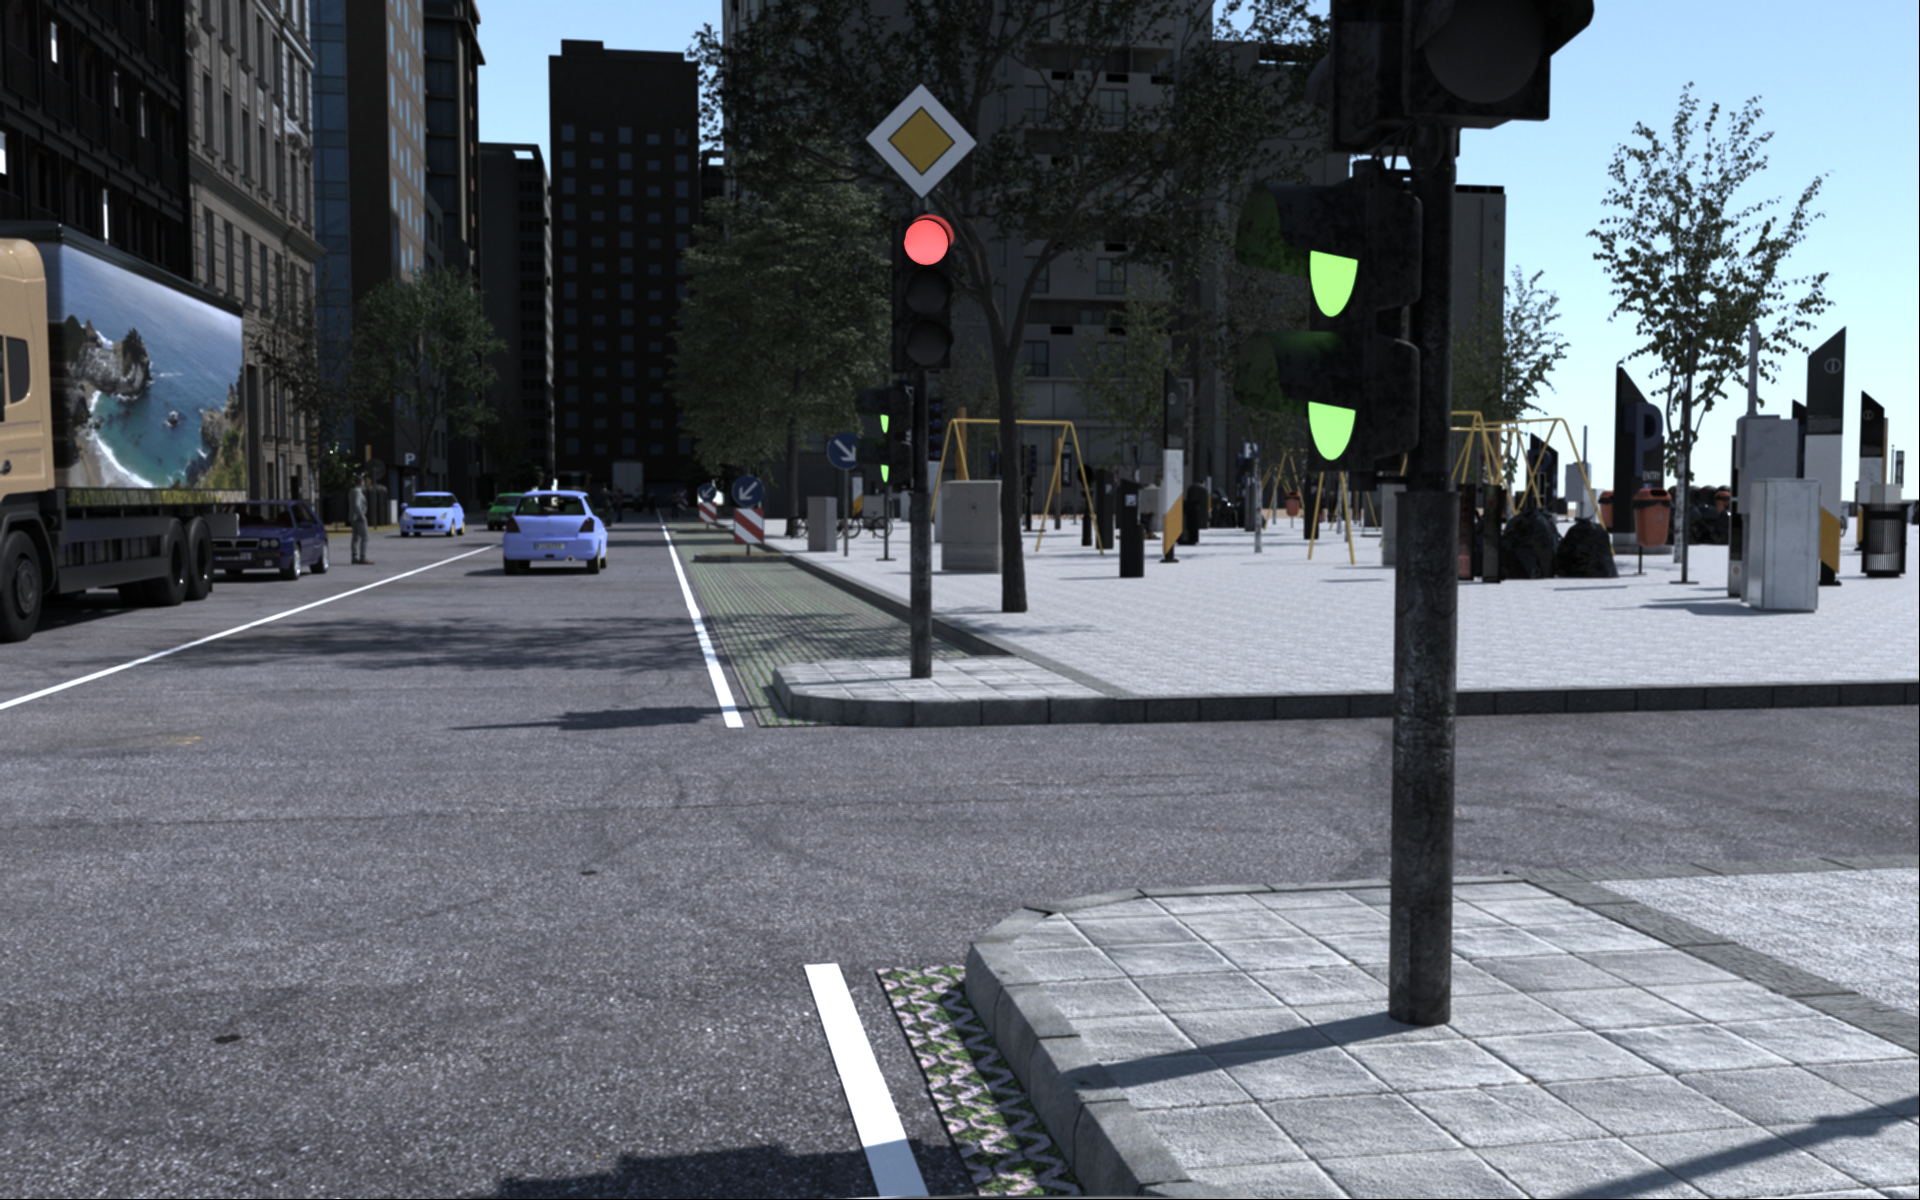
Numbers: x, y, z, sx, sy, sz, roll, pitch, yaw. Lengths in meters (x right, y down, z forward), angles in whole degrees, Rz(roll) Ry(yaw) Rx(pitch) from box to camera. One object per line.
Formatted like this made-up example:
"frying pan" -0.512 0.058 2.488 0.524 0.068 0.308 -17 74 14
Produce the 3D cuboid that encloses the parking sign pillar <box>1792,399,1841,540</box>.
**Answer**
"parking sign pillar" 23.979 -3.680 48.634 1.447 3.967 1.447 3 5 42

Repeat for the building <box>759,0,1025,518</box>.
"building" -4.443 -25.384 98.621 14.154 41.232 14.086 -1 4 -10

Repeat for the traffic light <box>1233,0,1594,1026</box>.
"traffic light" 1.108 -0.930 4.131 0.839 4.253 0.868 -1 4 -10

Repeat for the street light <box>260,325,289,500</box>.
"street light" -18.755 -4.571 47.519 0.468 5.910 1.993 -1 4 -10

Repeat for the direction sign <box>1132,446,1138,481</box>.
"direction sign" 8.193 -5.456 81.208 0.379 3.537 0.876 -1 4 -8

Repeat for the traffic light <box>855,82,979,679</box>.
"traffic light" -0.291 -1.411 11.993 0.839 4.253 0.868 -1 4 -10

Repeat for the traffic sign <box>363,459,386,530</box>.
"traffic sign" -21.102 -3.813 62.449 0.768 2.556 0.104 -1 4 -10

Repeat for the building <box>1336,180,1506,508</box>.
"building" 41.593 -23.957 163.390 14.107 30.474 14.160 -1 4 -10

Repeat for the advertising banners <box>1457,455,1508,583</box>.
"advertising banners" 7.527 -1.805 25.702 0.090 3.025 2.074 -1 4 -13

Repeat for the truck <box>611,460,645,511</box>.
"truck" -27.995 -9.612 146.063 2.839 4.237 11.283 -1 4 -11

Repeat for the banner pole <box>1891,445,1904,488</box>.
"banner pole" 47.388 -5.973 87.674 0.863 3.779 0.401 0 4 -6

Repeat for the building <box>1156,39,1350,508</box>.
"building" 26.848 -29.186 160.791 14.086 41.232 14.154 -1 4 -10

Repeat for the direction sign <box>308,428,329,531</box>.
"direction sign" -22.012 -4.132 59.559 0.379 3.537 0.876 2 4 28

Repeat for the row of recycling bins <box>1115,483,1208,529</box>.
"row of recycling bins" 7.418 -3.466 63.779 3.534 1.692 1.069 1 4 20

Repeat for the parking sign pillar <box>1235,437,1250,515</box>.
"parking sign pillar" 13.256 -5.677 81.294 1.447 3.967 1.447 0 4 -2

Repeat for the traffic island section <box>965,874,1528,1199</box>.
"traffic island section" 1.149 1.103 4.252 2.009 0.180 2.903 -1 4 -10

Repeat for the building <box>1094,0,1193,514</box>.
"building" -1.191 -32.499 120.598 28.713 52.752 27.495 -1 4 -10

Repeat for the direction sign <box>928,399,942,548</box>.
"direction sign" -0.864 -3.009 41.197 0.876 3.537 0.379 0 4 1

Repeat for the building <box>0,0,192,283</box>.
"building" -25.173 -12.688 37.124 12.332 23.373 15.834 -1 4 -10

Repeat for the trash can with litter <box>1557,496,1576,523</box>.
"trash can with litter" 27.777 -4.138 78.720 2.233 1.210 1.678 0 4 1

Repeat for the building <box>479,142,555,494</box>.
"building" -54.990 -29.933 181.291 23.993 40.220 32.217 -1 4 -10

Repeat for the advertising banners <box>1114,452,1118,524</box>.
"advertising banners" 6.448 -4.737 73.643 0.090 3.025 2.074 -1 4 -9

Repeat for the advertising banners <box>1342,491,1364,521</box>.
"advertising banners" 19.186 -5.364 83.894 2.074 3.025 0.090 -2 4 -29

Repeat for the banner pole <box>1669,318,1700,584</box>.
"banner pole" 10.300 -2.109 24.501 0.401 3.779 0.863 1 4 21

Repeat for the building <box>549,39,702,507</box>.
"building" -33.658 -32.123 175.327 14.200 45.320 14.600 -1 4 -10

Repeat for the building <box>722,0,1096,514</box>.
"building" -6.096 -34.151 147.601 28.713 52.752 27.495 -1 4 -10

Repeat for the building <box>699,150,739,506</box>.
"building" -16.517 -30.353 188.151 23.993 40.220 32.217 -1 4 -10

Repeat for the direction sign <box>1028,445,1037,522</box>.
"direction sign" 3.189 -5.387 80.069 0.876 3.537 0.379 3 5 41

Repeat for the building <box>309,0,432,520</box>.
"building" -35.530 -26.835 88.856 14.600 45.320 14.200 -1 4 -10

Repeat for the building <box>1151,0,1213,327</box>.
"building" 10.285 -39.425 186.604 28.212 58.520 21.231 -1 4 -10

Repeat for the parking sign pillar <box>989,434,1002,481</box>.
"parking sign pillar" 1.594 -5.381 76.454 1.447 3.967 1.447 0 4 -7

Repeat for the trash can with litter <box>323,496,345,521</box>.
"trash can with litter" -29.492 -4.297 81.647 1.055 1.170 0.624 -2 4 -28

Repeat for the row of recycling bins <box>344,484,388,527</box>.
"row of recycling bins" -23.671 -3.799 69.231 1.069 1.692 3.534 0 4 -2

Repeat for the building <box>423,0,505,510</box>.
"building" -52.798 -29.876 143.091 28.867 44.769 22.147 -1 4 -10

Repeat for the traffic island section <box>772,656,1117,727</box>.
"traffic island section" -0.250 0.622 12.114 2.009 0.180 2.903 -1 4 -10

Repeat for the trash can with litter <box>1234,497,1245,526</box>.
"trash can with litter" 11.221 -3.583 69.964 0.624 1.170 1.055 -1 4 -20

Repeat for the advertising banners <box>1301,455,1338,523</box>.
"advertising banners" 16.042 -4.965 77.368 2.074 3.025 0.090 -2 4 -25

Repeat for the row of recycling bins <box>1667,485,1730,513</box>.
"row of recycling bins" 35.350 -4.627 82.765 1.069 1.692 3.534 -2 4 -29

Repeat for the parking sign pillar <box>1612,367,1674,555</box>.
"parking sign pillar" 14.540 -2.972 37.067 1.447 3.967 1.447 -3 4 -38

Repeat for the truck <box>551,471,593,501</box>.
"truck" -32.935 -9.308 148.107 3.469 3.379 9.791 -1 4 -9

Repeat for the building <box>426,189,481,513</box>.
"building" -46.231 -16.186 109.677 27.650 21.520 28.899 -1 4 -10

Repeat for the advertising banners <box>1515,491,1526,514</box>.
"advertising banners" 24.122 -4.934 76.855 2.074 3.025 0.090 2 4 23

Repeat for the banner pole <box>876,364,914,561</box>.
"banner pole" -1.194 -2.651 33.367 0.863 3.779 0.401 0 4 -1

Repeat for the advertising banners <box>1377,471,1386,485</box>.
"advertising banners" 12.961 -3.327 50.582 2.074 3.025 0.090 1 4 20

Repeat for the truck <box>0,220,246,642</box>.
"truck" -10.810 -1.896 19.910 2.839 4.237 11.283 -1 4 -10

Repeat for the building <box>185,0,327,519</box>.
"building" -29.468 -15.886 56.992 12.463 27.353 25.104 -1 4 -10

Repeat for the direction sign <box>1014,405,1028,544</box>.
"direction sign" 1.447 -3.217 44.589 0.379 3.537 0.876 0 4 7

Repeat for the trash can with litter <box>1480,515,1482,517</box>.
"trash can with litter" 28.439 -4.959 92.135 2.233 1.210 1.678 2 4 28

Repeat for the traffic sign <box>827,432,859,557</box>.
"traffic sign" -2.343 -2.166 35.526 0.768 2.556 0.104 0 4 -7

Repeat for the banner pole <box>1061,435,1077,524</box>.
"banner pole" 4.664 -5.108 73.533 0.863 3.779 0.401 1 4 20
